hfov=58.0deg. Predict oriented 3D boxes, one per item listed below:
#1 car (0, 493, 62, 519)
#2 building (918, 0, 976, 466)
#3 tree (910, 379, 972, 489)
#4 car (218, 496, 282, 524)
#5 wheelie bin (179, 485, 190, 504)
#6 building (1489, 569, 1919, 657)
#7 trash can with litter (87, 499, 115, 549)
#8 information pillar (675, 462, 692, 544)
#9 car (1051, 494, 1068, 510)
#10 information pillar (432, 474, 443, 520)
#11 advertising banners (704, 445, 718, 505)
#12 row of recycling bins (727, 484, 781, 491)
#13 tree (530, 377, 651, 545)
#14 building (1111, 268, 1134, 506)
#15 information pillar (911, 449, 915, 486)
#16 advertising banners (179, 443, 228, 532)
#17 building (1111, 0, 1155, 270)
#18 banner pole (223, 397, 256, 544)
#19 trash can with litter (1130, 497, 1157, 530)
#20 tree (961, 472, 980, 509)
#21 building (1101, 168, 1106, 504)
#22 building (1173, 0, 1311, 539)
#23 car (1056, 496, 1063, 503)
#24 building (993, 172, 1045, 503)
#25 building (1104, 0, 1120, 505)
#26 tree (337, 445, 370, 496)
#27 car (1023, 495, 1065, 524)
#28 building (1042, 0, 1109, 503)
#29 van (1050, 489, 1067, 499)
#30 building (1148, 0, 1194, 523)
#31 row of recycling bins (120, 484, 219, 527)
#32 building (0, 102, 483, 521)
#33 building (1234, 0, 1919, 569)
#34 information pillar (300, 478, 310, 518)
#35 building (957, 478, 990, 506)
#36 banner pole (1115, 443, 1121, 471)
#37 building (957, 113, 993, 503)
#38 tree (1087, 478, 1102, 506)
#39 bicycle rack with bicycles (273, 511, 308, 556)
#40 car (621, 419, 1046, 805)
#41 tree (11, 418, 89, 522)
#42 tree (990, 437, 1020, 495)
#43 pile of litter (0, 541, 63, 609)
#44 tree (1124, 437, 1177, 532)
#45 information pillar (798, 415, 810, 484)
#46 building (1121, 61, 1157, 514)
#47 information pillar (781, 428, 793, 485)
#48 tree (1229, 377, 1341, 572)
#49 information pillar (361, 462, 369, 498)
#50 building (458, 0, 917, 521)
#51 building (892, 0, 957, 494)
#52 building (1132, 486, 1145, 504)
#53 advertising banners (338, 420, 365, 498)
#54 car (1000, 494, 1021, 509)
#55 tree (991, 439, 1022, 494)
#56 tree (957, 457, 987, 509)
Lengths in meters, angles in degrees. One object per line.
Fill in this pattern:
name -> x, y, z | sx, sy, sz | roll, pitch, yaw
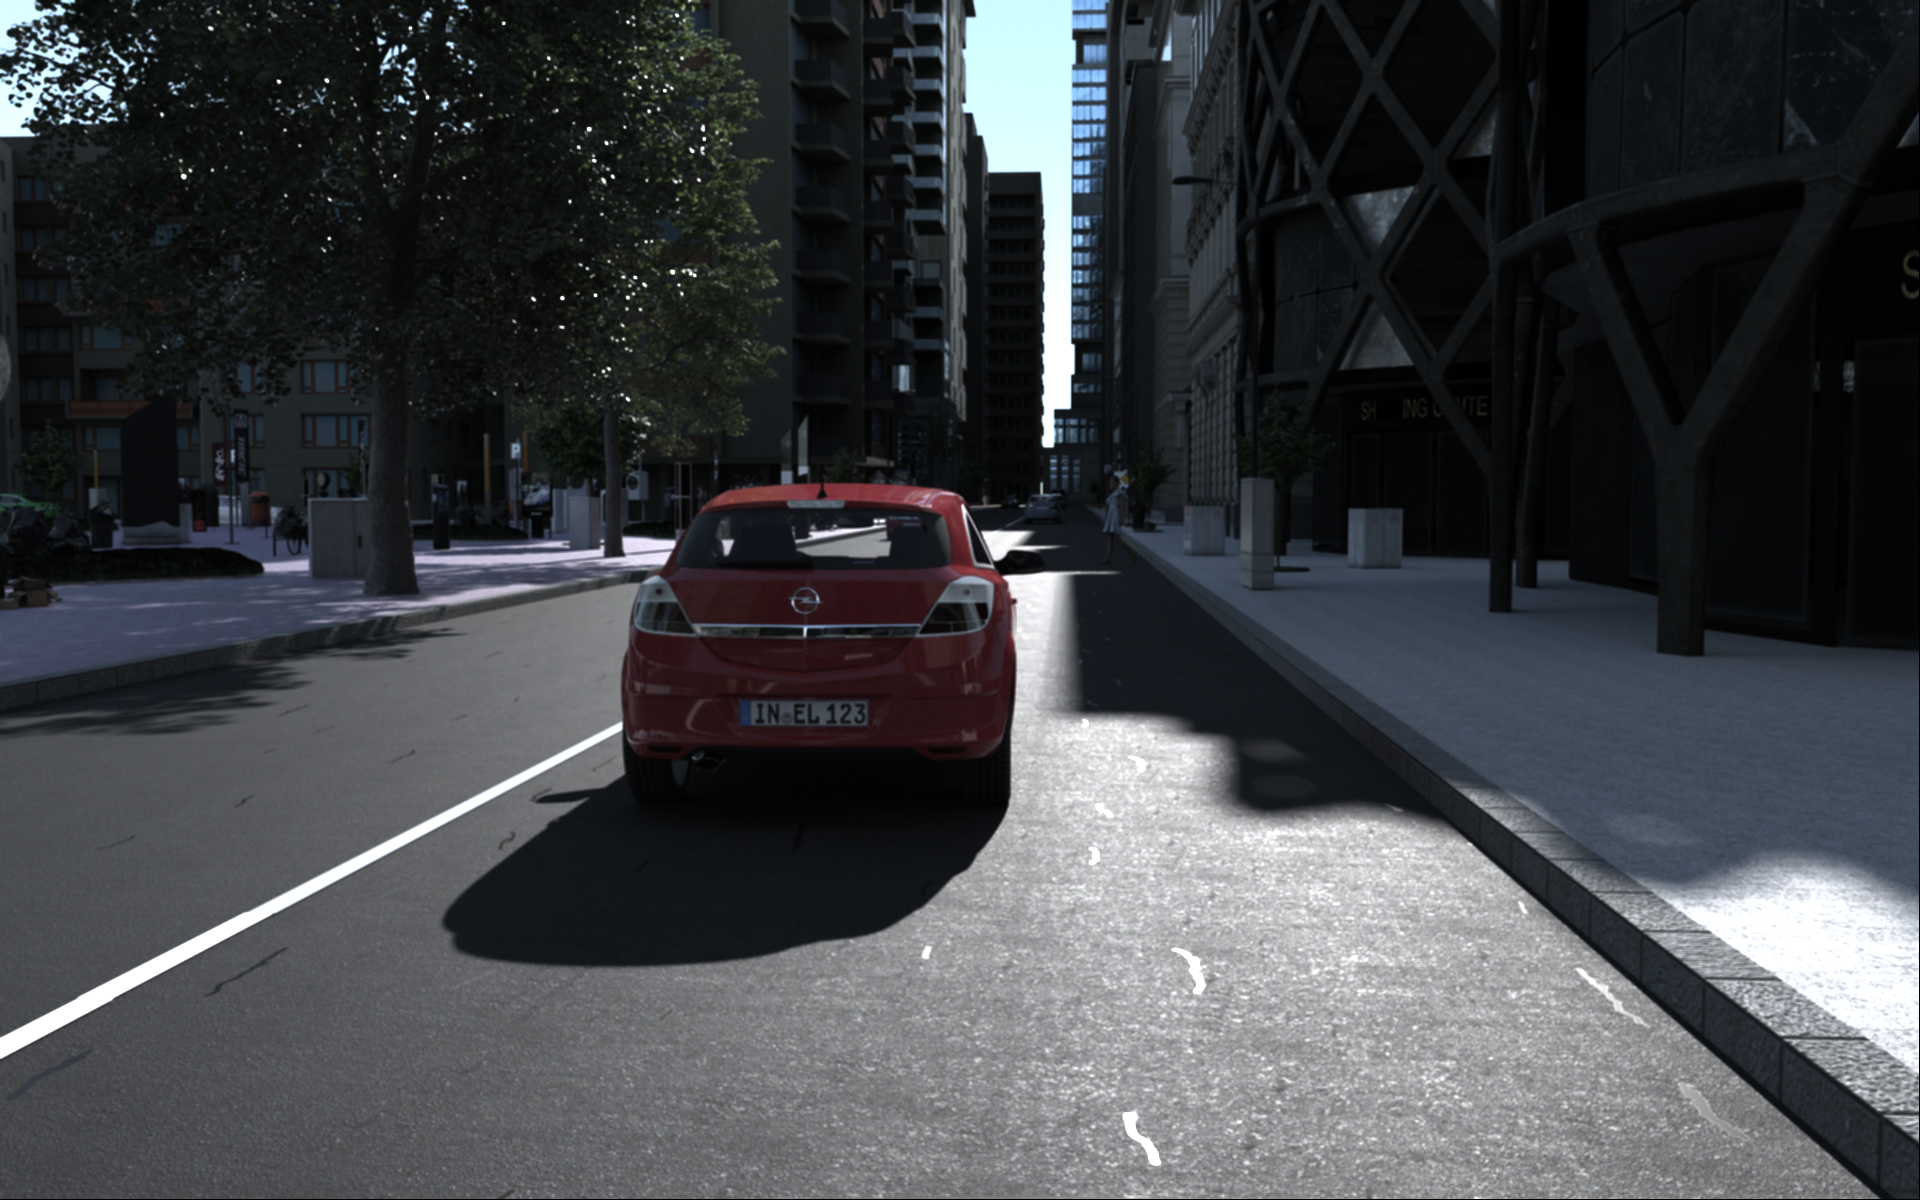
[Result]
car -> -42.755, -4.199, 77.448 | 4.718, 1.807, 1.959 | 0, 4, 3
building -> -13.396, -35.327, 166.838 | 28.713, 52.752, 27.495 | 0, 4, 4
tree -> -1.358, -9.837, 111.204 | 4.360, 8.622, 3.978 | 0, 3, 0
car -> -31.280, -3.821, 74.836 | 4.827, 1.381, 2.083 | 0, 4, 4
wheelie bin -> -27.514, -3.246, 60.975 | 0.693, 1.594, 0.980 | -3, 5, -42
building -> 13.782, -9.136, 16.820 | 16.820, 18.784, 16.811 | 0, 4, 4
trash can with litter -> -20.518, -1.801, 40.838 | 1.055, 1.170, 0.624 | -1, 4, -17
information pillar -> -6.458, -2.199, 40.448 | 0.304, 2.012, 0.304 | -2, 4, -30
car -> 8.946, -9.188, 160.010 | 2.009, 1.686, 4.222 | 0, 4, 3
information pillar -> -19.520, -3.686, 64.752 | 0.304, 2.012, 0.304 | 2, 4, 30
advertising banners -> -8.930, -4.034, 62.138 | 0.090, 3.025, 2.074 | -1, 4, -21
row of recycling bins -> -7.516, -3.695, 67.529 | 3.534, 1.692, 1.069 | -3, 5, -45
tree -> -9.392, -3.677, 43.837 | 4.285, 4.588, 4.351 | 0, 3, 0
building -> 17.525, -17.959, 142.772 | 9.793, 20.994, 18.267 | 0, 4, 4
information pillar -> -2.459, -6.107, 91.200 | 0.183, 3.616, 0.504 | -1, 4, -22
advertising banners -> -25.952, -3.836, 58.901 | 2.074, 3.025, 0.090 | -2, 4, -23
building -> 29.288, -35.449, 168.831 | 28.713, 52.752, 27.495 | 0, 4, 4
banner pole -> -18.688, -3.349, 44.780 | 0.401, 3.779, 0.863 | 2, 4, 26
trash can with litter -> 6.630, -3.111, 62.258 | 0.624, 1.170, 1.055 | -3, 5, -45
tree -> 1.000, -9.413, 148.496 | 1.663, 3.219, 1.824 | 0, 3, 0
building -> 24.937, -32.757, 219.166 | 14.154, 41.232, 14.086 | 0, 4, 4
building -> 13.151, -13.983, 57.502 | 11.050, 23.489, 19.941 | 0, 4, 4
car -> 5.820, -6.325, 115.780 | 2.083, 1.381, 4.827 | 0, 4, 4
building -> 1.185, -38.168, 247.748 | 21.600, 48.544, 21.300 | 0, 4, 4
building -> 27.041, -40.040, 196.652 | 21.231, 58.520, 28.212 | 0, 4, 4
tree -> -23.452, -4.513, 68.389 | 1.663, 3.219, 1.824 | 0, 3, 0
car -> 4.054, -4.401, 83.961 | 2.014, 1.417, 4.499 | 0, 4, 5
building -> 27.465, -57.050, 245.441 | 31.000, 86.520, 22.319 | 0, 4, 4
van -> 12.370, -13.039, 217.566 | 2.240, 2.365, 5.245 | 0, 4, 3
building -> 19.304, -18.152, 82.682 | 20.117, 28.700, 13.634 | 0, 4, 4
row of recycling bins -> -30.899, -3.708, 67.736 | 3.534, 1.692, 1.069 | -1, 4, -19
building -> -40.170, -15.252, 94.407 | 28.899, 21.520, 27.650 | 0, 4, 4
building -> 14.683, -10.503, 39.171 | 16.820, 18.784, 16.811 | 0, 4, 4
information pillar -> -30.228, -4.616, 79.958 | 0.304, 2.012, 0.304 | -3, 5, -41
building -> -13.071, -30.653, 193.061 | 32.217, 40.220, 23.993 | 0, 4, 4
banner pole -> 7.697, -5.783, 84.571 | 0.401, 3.779, 0.863 | -1, 4, -20
building -> -7.449, -36.329, 217.680 | 21.600, 48.544, 21.300 | 0, 4, 4
tree -> 14.867, -12.152, 193.278 | 1.663, 3.219, 1.824 | 0, 3, 0
bicycle rack with bicycles -> -13.221, -1.434, 36.833 | 2.852, 0.926, 2.925 | 0, 4, -4
car -> -0.598, -0.028, 9.492 | 2.155, 1.783, 4.494 | 0, 4, 2
tree -> -23.266, -3.028, 44.113 | 1.663, 3.219, 1.824 | 0, 3, 0
tree -> 5.674, -16.513, 220.346 | 4.737, 8.622, 4.395 | 0, 3, 0
pile of litter -> -10.937, -0.365, 19.932 | 1.176, 0.858, 1.719 | 1, 4, 11
tree -> 6.251, -3.910, 58.524 | 1.663, 3.219, 1.824 | 0, 3, 0
information pillar -> -4.625, -3.679, 51.505 | 0.183, 3.616, 0.504 | -3, 5, -41
building -> 17.022, -18.878, 102.166 | 14.314, 27.812, 24.014 | 0, 4, 4
information pillar -> -6.134, -4.294, 61.568 | 0.504, 3.616, 0.183 | 2, 4, 33
tree -> 5.235, -2.104, 29.000 | 1.663, 3.219, 1.824 | 0, 3, 0
information pillar -> -13.363, -2.125, 39.234 | 0.304, 2.012, 0.304 | -2, 4, -28
building -> -14.020, -26.789, 92.620 | 22.147, 44.769, 28.867 | 0, 4, 4
building -> -11.032, -49.934, 129.096 | 22.319, 86.520, 31.000 | 0, 4, 4
building -> 17.414, -15.867, 124.059 | 10.561, 19.102, 19.286 | 0, 4, 4
advertising banners -> -14.115, -2.697, 40.285 | 0.090, 3.025, 2.074 | 0, 4, -2
car -> 4.868, -9.643, 167.447 | 2.009, 1.686, 4.222 | 0, 4, 3
tree -> 6.204, -16.914, 226.903 | 4.360, 8.622, 3.978 | 0, 3, 0
tree -> 0.706, -10.263, 151.506 | 4.285, 4.588, 4.351 | 0, 3, 0
